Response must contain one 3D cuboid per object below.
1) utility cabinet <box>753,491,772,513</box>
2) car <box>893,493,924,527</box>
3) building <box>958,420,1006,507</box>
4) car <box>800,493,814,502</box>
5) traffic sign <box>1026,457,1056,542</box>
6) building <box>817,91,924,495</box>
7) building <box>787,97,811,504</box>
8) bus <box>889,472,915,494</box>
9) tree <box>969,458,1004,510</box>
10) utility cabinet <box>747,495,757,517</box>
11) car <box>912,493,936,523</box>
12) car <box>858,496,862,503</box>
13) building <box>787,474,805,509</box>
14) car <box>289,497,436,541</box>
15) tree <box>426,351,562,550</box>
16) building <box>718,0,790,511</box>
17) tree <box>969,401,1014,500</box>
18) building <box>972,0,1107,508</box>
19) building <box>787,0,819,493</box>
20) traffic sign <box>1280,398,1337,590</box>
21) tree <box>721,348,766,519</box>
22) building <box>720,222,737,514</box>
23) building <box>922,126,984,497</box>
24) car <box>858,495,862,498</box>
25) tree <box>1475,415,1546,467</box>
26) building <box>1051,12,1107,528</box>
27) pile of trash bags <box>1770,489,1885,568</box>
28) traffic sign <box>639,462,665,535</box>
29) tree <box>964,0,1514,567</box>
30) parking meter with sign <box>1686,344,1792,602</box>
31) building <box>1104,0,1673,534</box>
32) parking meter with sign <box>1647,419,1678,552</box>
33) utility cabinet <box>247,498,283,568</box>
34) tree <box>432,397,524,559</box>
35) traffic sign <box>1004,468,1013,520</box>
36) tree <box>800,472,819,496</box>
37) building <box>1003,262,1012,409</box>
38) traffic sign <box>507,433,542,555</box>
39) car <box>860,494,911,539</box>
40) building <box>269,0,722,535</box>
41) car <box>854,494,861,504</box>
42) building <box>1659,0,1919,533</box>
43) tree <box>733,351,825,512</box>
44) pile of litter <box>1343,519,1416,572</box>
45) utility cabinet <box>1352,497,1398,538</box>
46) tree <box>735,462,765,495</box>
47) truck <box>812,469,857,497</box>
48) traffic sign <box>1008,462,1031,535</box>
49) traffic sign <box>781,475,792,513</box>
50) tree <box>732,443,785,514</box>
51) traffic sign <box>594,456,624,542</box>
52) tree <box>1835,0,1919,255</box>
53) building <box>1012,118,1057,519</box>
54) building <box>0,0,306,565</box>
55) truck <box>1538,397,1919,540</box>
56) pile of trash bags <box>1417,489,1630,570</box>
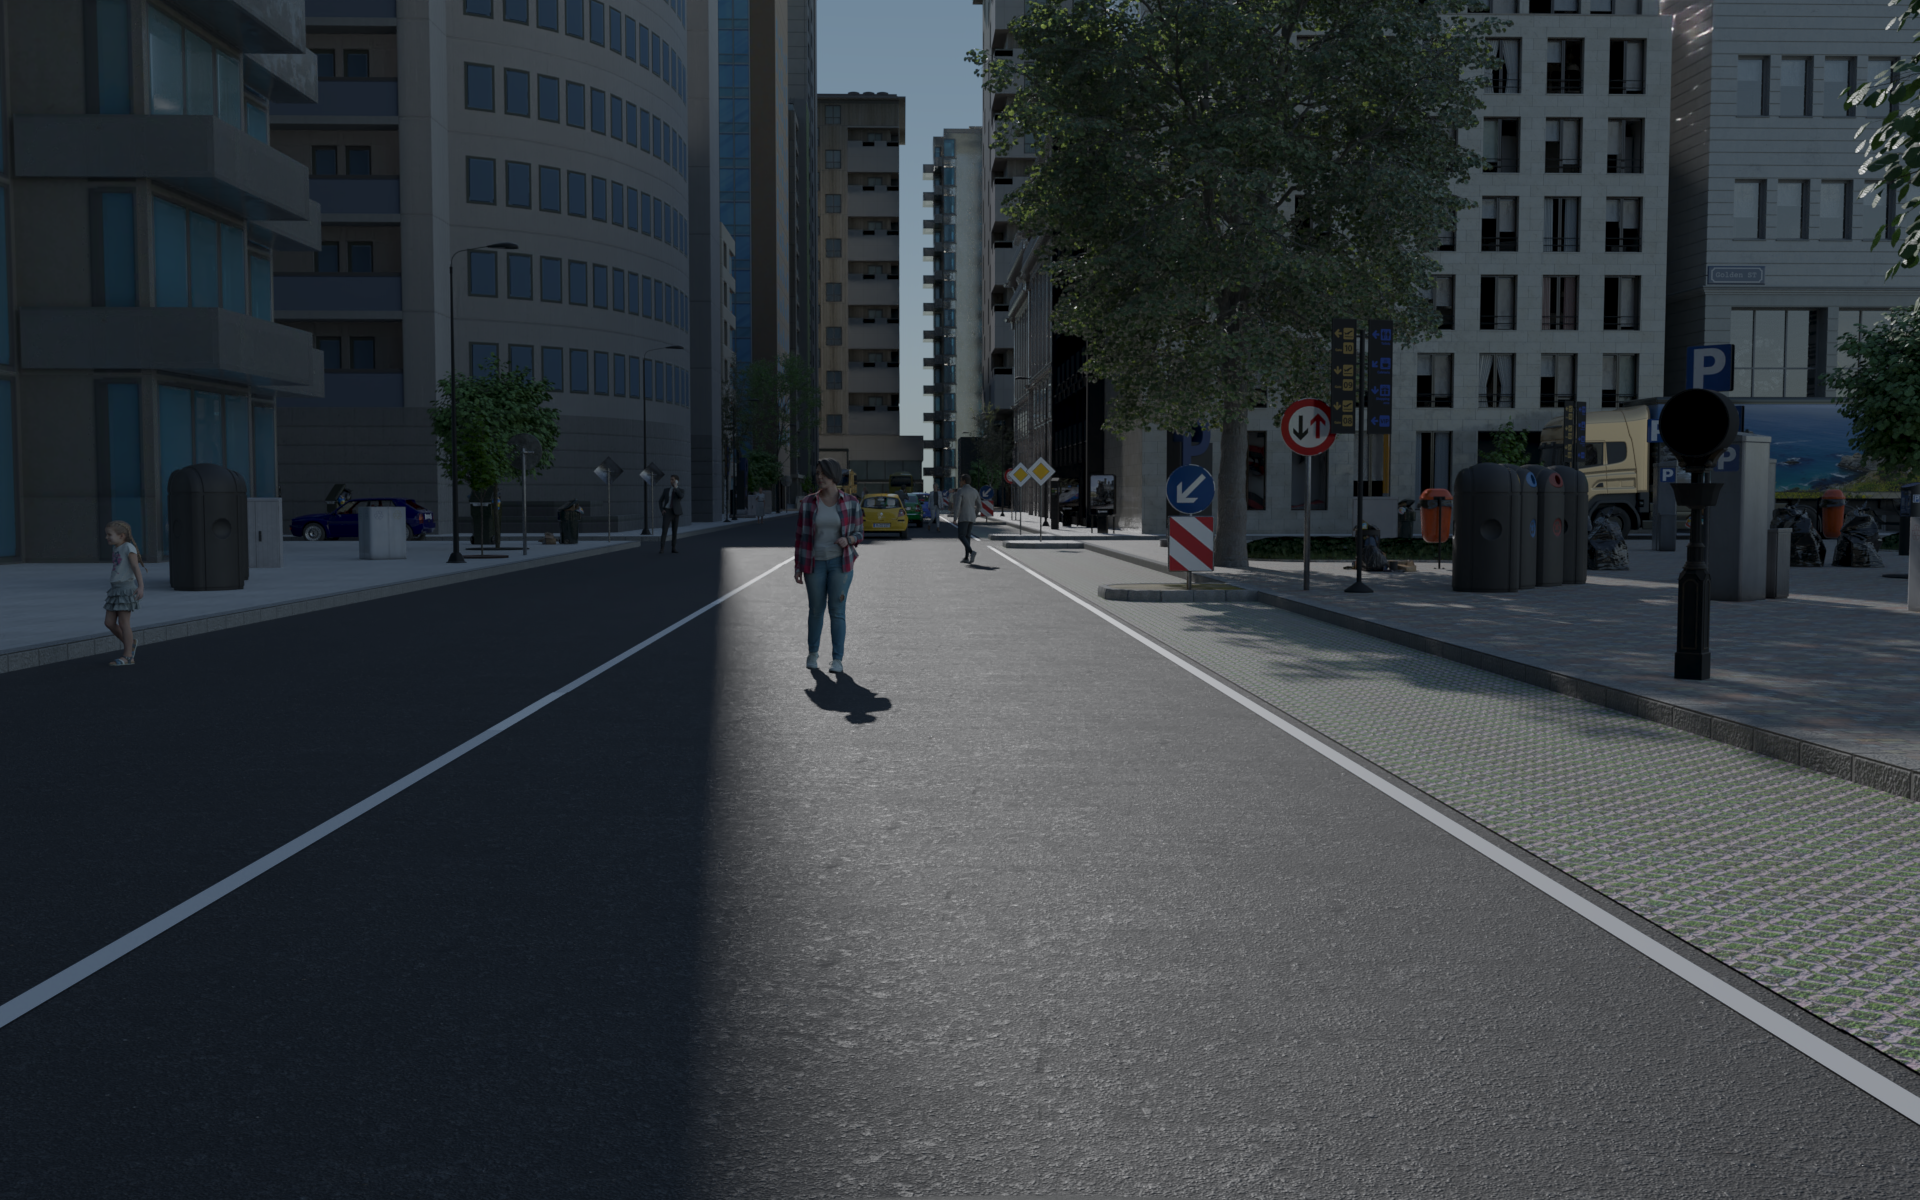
[{"bbox_3d":[-13.091,-6.490,114.796,1.173,1.500,0.318,-2,4,-26],"label":"utility cabinet"},{"bbox_3d":[-2.520,-4.091,75.680,1.959,1.807,4.718,0,4,-2],"label":"car"},{"bbox_3d":[11.390,-53.519,187.712,22.319,86.520,31.000,0,4,-2],"label":"building"},{"bbox_3d":[-7.658,-5.228,94.522,2.155,1.783,4.494,0,4,-4],"label":"car"},{"bbox_3d":[2.162,-2.613,46.365,0.795,2.450,0.064,0,4,-2],"label":"traffic sign"},{"bbox_3d":[-18.680,-39.022,227.247,27.495,52.752,28.713,0,4,-2],"label":"building"},{"bbox_3d":[-22.436,-29.978,173.740,14.154,41.232,14.086,0,4,-2],"label":"building"},{"bbox_3d":[-6.422,-12.206,191.114,2.896,3.916,12.252,0,4,-1],"label":"bus"},{"bbox_3d":[2.169,-9.752,143.154,4.285,4.588,4.351,0,3,0],"label":"tree"},{"bbox_3d":[-12.056,-5.351,98.647,1.020,1.237,0.306,-3,5,-41],"label":"utility cabinet"},{"bbox_3d":[-2.007,-4.687,86.216,1.945,1.707,3.694,0,4,-2],"label":"car"},{"bbox_3d":[-9.702,-10.498,181.873,2.015,1.641,3.980,0,4,-3],"label":"car"},{"bbox_3d":[-30.338,-28.290,154.422,32.217,40.220,23.993,0,4,-2],"label":"building"},{"bbox_3d":[-17.484,-2.334,50.748,3.894,1.354,1.945,0,4,-3],"label":"car"},{"bbox_3d":[-10.689,-3.444,40.016,4.285,4.588,4.351,0,3,0],"label":"tree"},{"bbox_3d":[-20.762,-29.674,135.286,14.600,45.320,14.200,0,4,-2],"label":"building"},{"bbox_3d":[2.486,-11.336,135.702,4.360,8.622,3.978,0,3,0],"label":"tree"},{"bbox_3d":[16.028,-34.890,159.686,28.713,52.752,27.495,0,4,-2],"label":"building"},{"bbox_3d":[-26.560,-46.144,192.709,20.611,71.187,20.563,0,4,-2],"label":"building"},{"bbox_3d":[4.624,-1.402,23.032,0.768,2.556,0.104,0,4,0],"label":"traffic sign"},{"bbox_3d":[-11.874,-8.396,87.629,4.360,8.622,3.978,0,3,0],"label":"tree"},{"bbox_3d":[-28.734,-15.842,104.055,27.650,21.520,28.899,0,4,-2],"label":"building"},{"bbox_3d":[10.376,-37.050,225.377,30.456,49.044,23.786,0,4,-2],"label":"building"},{"bbox_3d":[-11.314,-11.511,200.776,1.945,1.354,3.894,0,4,0],"label":"car"},{"bbox_3d":[13.385,-2.893,41.895,1.663,3.219,1.824,0,3,0],"label":"tree"},{"bbox_3d":[10.717,-14.908,73.424,12.332,23.373,15.834,0,4,-2],"label":"building"},{"bbox_3d":[15.899,-1.344,31.724,1.912,1.369,3.447,2,4,29],"label":"pile of trash bags"},{"bbox_3d":[-9.589,-3.079,53.990,0.795,2.450,0.064,0,4,-2],"label":"traffic sign"},{"bbox_3d":[4.796,-7.573,30.481,9.857,13.997,8.962,0,3,0],"label":"tree"},{"bbox_3d":[9.427,-1.505,20.868,1.738,3.016,0.543,-3,4,-39],"label":"parking meter with sign"},{"bbox_3d":[14.045,-12.567,60.224,16.860,20.320,10.420,0,4,-2],"label":"building"},{"bbox_3d":[16.010,-2.638,39.387,0.543,3.016,1.738,1,4,13],"label":"parking meter with sign"},{"bbox_3d":[-12.331,-1.157,30.086,1.020,1.237,0.306,-1,4,-10],"label":"utility cabinet"},{"bbox_3d":[-9.727,-2.450,34.665,1.663,3.219,1.824,0,3,0],"label":"tree"},{"bbox_3d":[2.570,-5.229,85.597,0.768,2.556,0.104,0,4,-2],"label":"traffic sign"},{"bbox_3d":[-13.142,-9.555,150.830,1.663,3.219,1.824,0,3,0],"label":"tree"},{"bbox_3d":[10.276,-16.888,117.915,13.314,21.916,24.055,0,4,-2],"label":"building"},{"bbox_3d":[-9.120,-2.209,36.227,0.768,2.556,0.104,0,3,0],"label":"traffic sign"},{"bbox_3d":[-2.601,-2.860,56.978,2.015,1.641,3.980,0,4,-3],"label":"car"},{"bbox_3d":[-21.394,-32.089,66.659,21.231,58.520,28.212,0,4,-2],"label":"building"},{"bbox_3d":[-12.186,-11.426,196.604,2.009,1.686,4.222,0,4,-2],"label":"car"},{"bbox_3d":[38.441,-17.335,60.925,29.804,29.767,11.434,0,4,-2],"label":"building"},{"bbox_3d":[-13.300,-12.164,124.642,9.928,11.665,9.643,0,3,0],"label":"tree"},{"bbox_3d":[7.085,-0.931,29.195,1.176,0.858,1.719,0,4,6],"label":"pile of litter"},{"bbox_3d":[9.637,-1.778,40.225,1.020,1.237,0.306,1,4,14],"label":"utility cabinet"},{"bbox_3d":[-12.344,-6.578,102.153,1.663,3.219,1.824,0,3,0],"label":"tree"},{"bbox_3d":[-9.644,-8.591,136.388,3.469,3.379,9.791,0,4,-1],"label":"truck"},{"bbox_3d":[1.900,-3.101,54.346,0.795,2.450,0.064,0,4,-2],"label":"traffic sign"},{"bbox_3d":[-11.772,-7.185,117.576,0.768,2.556,0.104,0,4,-1],"label":"traffic sign"},{"bbox_3d":[-12.916,-7.789,111.070,4.285,4.588,4.351,0,3,0],"label":"tree"},{"bbox_3d":[-9.326,-2.591,46.009,0.795,2.450,0.064,0,4,-2],"label":"traffic sign"},{"bbox_3d":[5.666,-1.456,7.518,4.285,4.588,4.351,0,3,0],"label":"tree"},{"bbox_3d":[10.360,-15.387,93.376,13.314,21.916,24.055,0,4,-2],"label":"building"},{"bbox_3d":[-28.848,-25.125,30.395,30.456,49.044,23.786,0,4,-2],"label":"building"},{"bbox_3d":[22.271,-3.808,51.167,11.283,4.237,2.839,0,4,-1],"label":"truck"},{"bbox_3d":[9.616,-1.230,29.865,3.447,1.369,1.912,0,3,0],"label":"pile of trash bags"}]
